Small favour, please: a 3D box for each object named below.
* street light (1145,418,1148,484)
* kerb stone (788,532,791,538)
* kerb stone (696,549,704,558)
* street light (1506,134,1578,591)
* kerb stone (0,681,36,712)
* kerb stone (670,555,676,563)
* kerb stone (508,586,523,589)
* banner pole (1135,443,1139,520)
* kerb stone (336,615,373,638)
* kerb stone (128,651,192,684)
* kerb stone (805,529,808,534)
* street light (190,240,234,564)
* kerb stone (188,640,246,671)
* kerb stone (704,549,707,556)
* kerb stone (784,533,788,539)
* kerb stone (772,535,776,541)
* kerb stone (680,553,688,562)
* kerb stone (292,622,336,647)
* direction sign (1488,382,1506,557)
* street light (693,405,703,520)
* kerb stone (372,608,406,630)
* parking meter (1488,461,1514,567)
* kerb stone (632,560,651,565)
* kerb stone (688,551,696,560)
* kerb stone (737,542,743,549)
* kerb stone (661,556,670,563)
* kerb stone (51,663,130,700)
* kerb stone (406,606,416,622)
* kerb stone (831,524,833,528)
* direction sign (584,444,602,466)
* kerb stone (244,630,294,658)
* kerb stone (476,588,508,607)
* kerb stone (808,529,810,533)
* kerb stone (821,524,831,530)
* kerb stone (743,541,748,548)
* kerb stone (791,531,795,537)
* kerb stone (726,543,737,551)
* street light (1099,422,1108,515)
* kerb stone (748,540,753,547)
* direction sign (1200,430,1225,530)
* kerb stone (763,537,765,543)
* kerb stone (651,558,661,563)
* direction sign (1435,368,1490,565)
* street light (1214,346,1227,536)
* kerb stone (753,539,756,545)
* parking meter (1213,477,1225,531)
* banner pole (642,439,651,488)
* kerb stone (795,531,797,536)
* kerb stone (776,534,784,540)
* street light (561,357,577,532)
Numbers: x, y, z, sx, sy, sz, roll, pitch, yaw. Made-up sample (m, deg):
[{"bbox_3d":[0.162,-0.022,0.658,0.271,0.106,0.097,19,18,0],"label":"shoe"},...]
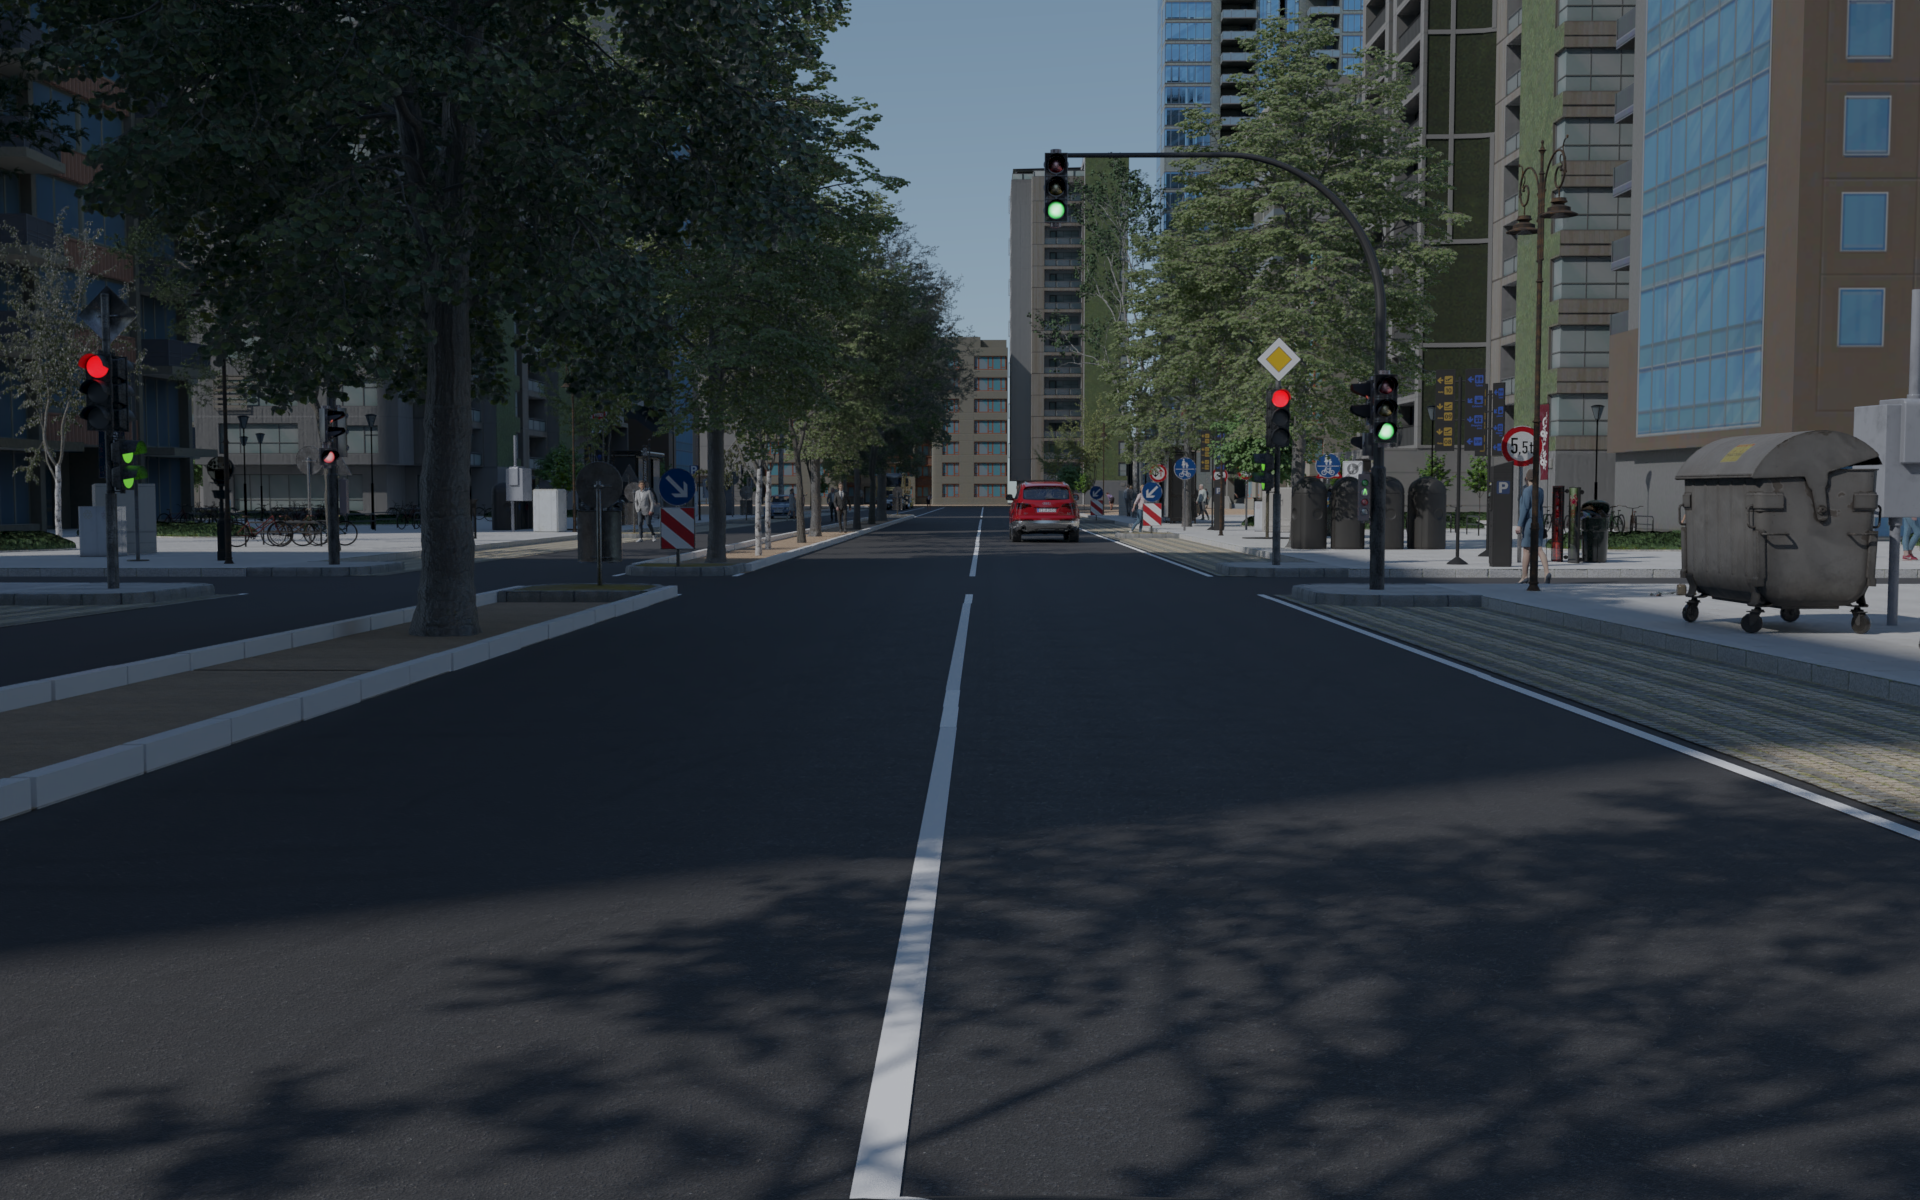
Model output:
[{"bbox_3d":[8.525,-6.525,79.471,0.468,5.910,1.993,0,4,1],"label":"street light"},{"bbox_3d":[-5.657,-2.072,56.070,0.120,0.150,1.000,0,4,1],"label":"kerb stone"},{"bbox_3d":[-5.906,-1.002,38.646,0.120,0.150,1.000,0,4,1],"label":"kerb stone"},{"bbox_3d":[7.605,-3.058,22.787,0.468,5.910,1.993,0,4,1],"label":"street light"},{"bbox_3d":[-6.315,0.660,11.407,0.120,0.150,1.000,0,4,1],"label":"kerb stone"},{"bbox_3d":[-5.949,-0.818,35.562,0.120,0.150,1.000,0,4,1],"label":"kerb stone"},{"bbox_3d":[-6.135,-0.092,23.703,0.120,0.150,1.000,0,4,1],"label":"kerb stone"},{"bbox_3d":[8.762,-5.833,85.387,0.401,3.779,0.863,0,4,0],"label":"banner pole"},{"bbox_3d":[-6.218,0.284,17.558,0.120,0.150,1.000,0,4,1],"label":"kerb stone"},{"bbox_3d":[-6.277,0.540,13.460,0.120,0.150,1.000,0,4,1],"label":"kerb stone"},{"bbox_3d":[-5.580,-2.385,61.194,0.120,0.150,1.000,0,4,1],"label":"kerb stone"},{"bbox_3d":[-13.448,-3.602,31.683,0.468,5.910,1.993,0,4,1],"label":"street light"},{"bbox_3d":[-6.265,0.471,14.489,0.120,0.150,1.000,0,4,1],"label":"kerb stone"},{"bbox_3d":[-5.895,-1.069,39.669,0.120,0.150,1.000,0,4,1],"label":"kerb stone"},{"bbox_3d":[-5.667,-2.009,55.048,0.120,0.150,1.000,0,4,1],"label":"kerb stone"},{"bbox_3d":[-5.714,-1.821,51.974,0.120,0.150,1.000,0,4,1],"label":"kerb stone"},{"bbox_3d":[-5.940,-0.881,36.594,0.120,0.150,1.000,0,4,1],"label":"kerb stone"},{"bbox_3d":[-6.230,0.346,16.537,0.120,0.150,1.000,0,4,1],"label":"kerb stone"},{"bbox_3d":[10.839,-2.660,35.486,0.379,3.537,0.876,-1,4,-23],"label":"direction sign"},{"bbox_3d":[-12.658,-6.804,84.036,0.468,5.910,1.993,0,4,1],"label":"street light"},{"bbox_3d":[-6.199,0.221,18.584,0.120,0.150,1.000,0,4,1],"label":"kerb stone"},{"bbox_3d":[9.506,-1.515,30.480,0.399,1.863,0.255,0,4,4],"label":"parking meter"},{"bbox_3d":[-6.000,-0.629,32.491,0.120,0.150,1.000,0,4,1],"label":"kerb stone"},{"bbox_3d":[-5.926,-0.943,37.616,0.120,0.150,1.000,0,4,1],"label":"kerb stone"},{"bbox_3d":[-5.808,-1.382,44.795,0.120,0.150,1.000,0,4,1],"label":"kerb stone"},{"bbox_3d":[-5.977,-0.755,34.540,0.120,0.150,1.000,0,4,1],"label":"kerb stone"},{"bbox_3d":[-6.287,0.597,12.436,0.120,0.150,1.000,0,4,1],"label":"kerb stone"},{"bbox_3d":[-6.186,0.158,19.614,0.120,0.150,1.000,0,4,1],"label":"kerb stone"},{"bbox_3d":[-5.430,-3.013,71.452,0.120,0.150,1.000,0,4,1],"label":"kerb stone"},{"bbox_3d":[-16.640,-5.299,78.634,0.876,3.537,0.379,1,4,15],"label":"direction sign"},{"bbox_3d":[-6.249,0.409,15.511,0.120,0.150,1.000,0,4,1],"label":"kerb stone"},{"bbox_3d":[-6.147,-0.030,22.681,0.120,0.150,1.000,0,4,1],"label":"kerb stone"},{"bbox_3d":[-5.535,-2.573,64.270,0.120,0.150,1.000,0,4,1],"label":"kerb stone"},{"bbox_3d":[-5.457,-2.950,70.423,0.120,0.150,1.000,0,4,1],"label":"kerb stone"},{"bbox_3d":[-5.802,-1.438,45.827,0.120,0.150,1.000,0,4,1],"label":"kerb stone"},{"bbox_3d":[-5.643,-2.134,57.094,0.120,0.150,1.000,0,4,1],"label":"kerb stone"},{"bbox_3d":[-5.840,-1.319,43.773,0.120,0.150,1.000,0,4,1],"label":"kerb stone"},{"bbox_3d":[8.783,-8.143,105.923,0.468,5.910,1.993,0,4,1],"label":"street light"},{"bbox_3d":[-5.790,-1.504,46.849,0.120,0.150,1.000,0,4,1],"label":"kerb stone"},{"bbox_3d":[8.990,-4.260,61.654,0.876,3.537,0.379,1,4,20],"label":"direction sign"},{"bbox_3d":[-5.752,-1.694,49.922,0.120,0.150,1.000,0,4,1],"label":"kerb stone"},{"bbox_3d":[-5.991,-0.692,33.516,0.120,0.150,1.000,0,4,1],"label":"kerb stone"},{"bbox_3d":[9.062,-2.413,31.455,0.876,3.537,0.379,2,4,28],"label":"direction sign"},{"bbox_3d":[8.052,-4.921,53.248,0.468,5.910,1.993,0,4,1],"label":"street light"},{"bbox_3d":[-5.777,-1.570,47.871,0.120,0.150,1.000,0,4,1],"label":"kerb stone"},{"bbox_3d":[9.102,-3.377,60.927,0.399,1.863,0.255,1,4,16],"label":"parking meter"},{"bbox_3d":[-14.151,-5.402,78.342,0.401,3.779,0.863,1,4,20],"label":"banner pole"},{"bbox_3d":[-5.619,-2.197,58.116,0.120,0.150,1.000,0,4,1],"label":"kerb stone"},{"bbox_3d":[-5.685,-1.946,54.020,0.120,0.150,1.000,0,4,1],"label":"kerb stone"},{"bbox_3d":[-12.961,-5.217,58.085,0.468,5.910,1.993,0,4,1],"label":"street light"}]
